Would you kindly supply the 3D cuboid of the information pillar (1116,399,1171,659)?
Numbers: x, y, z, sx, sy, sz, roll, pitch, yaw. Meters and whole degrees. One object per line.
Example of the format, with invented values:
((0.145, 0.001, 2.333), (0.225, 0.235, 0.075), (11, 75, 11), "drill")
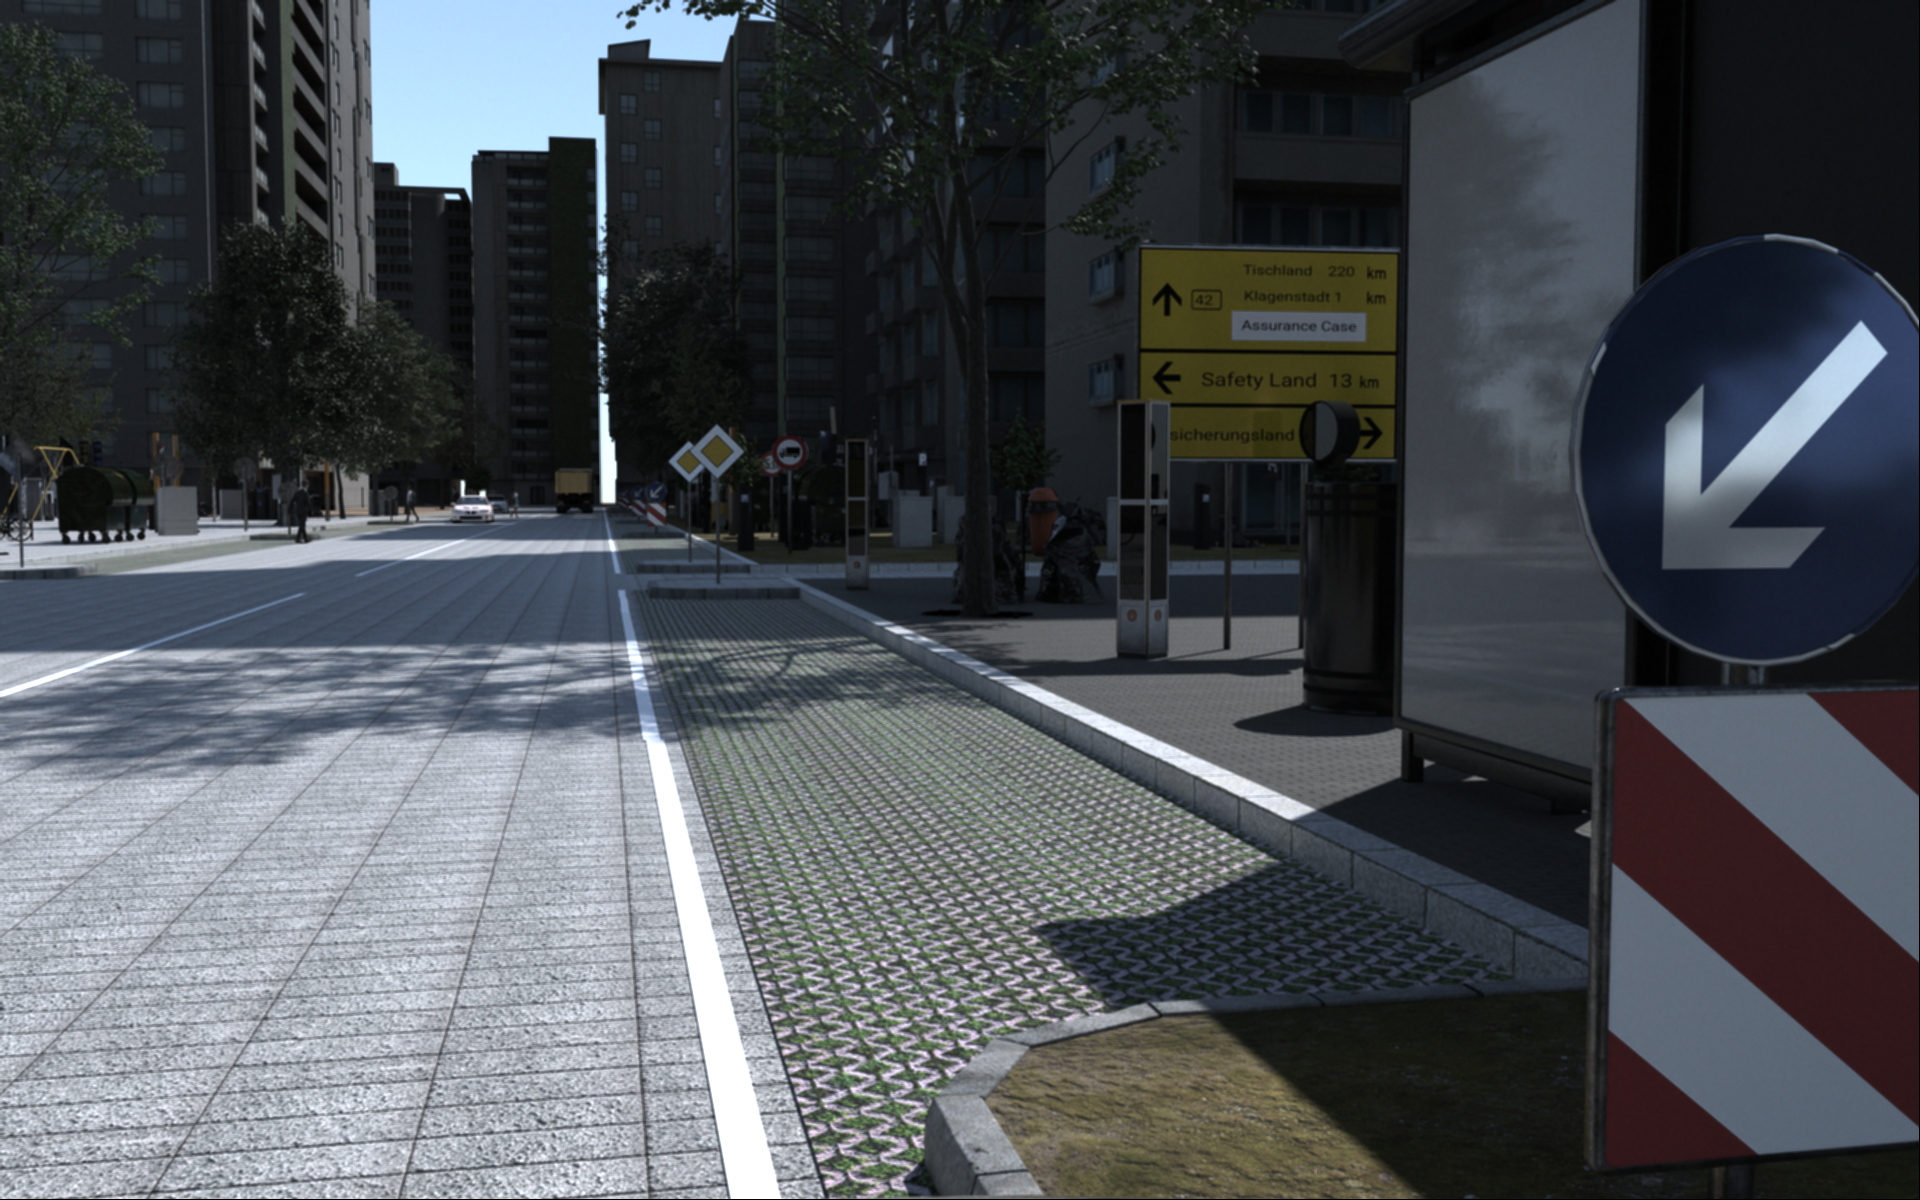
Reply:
((1.436, -0.555, 13.570), (0.304, 2.012, 0.304), (3, 5, 41), "information pillar")

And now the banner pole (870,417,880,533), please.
((-2.765, -4.052, 56.260), (0.401, 3.779, 0.863), (-1, 4, -12), "banner pole")

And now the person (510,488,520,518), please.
((-26.697, -5.816, 103.693), (0.778, 1.811, 0.616), (2, 4, 31), "person")

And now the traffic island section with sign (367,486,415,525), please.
((-26.670, -4.444, 81.281), (1.989, 1.847, 2.006), (-1, 4, -12), "traffic island section with sign")

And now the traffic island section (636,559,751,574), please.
((-5.059, -0.631, 32.603), (2.009, 0.180, 2.903), (-1, 4, -12), "traffic island section")

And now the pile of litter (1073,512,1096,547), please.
((2.613, -1.635, 40.697), (1.176, 0.858, 1.719), (2, 4, 32), "pile of litter")

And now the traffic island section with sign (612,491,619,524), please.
((-15.560, -4.563, 83.230), (1.989, 1.847, 2.006), (-1, 4, -12), "traffic island section with sign")

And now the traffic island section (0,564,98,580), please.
((-16.410, -0.488, 30.263), (2.009, 0.180, 2.903), (-1, 4, -12), "traffic island section")

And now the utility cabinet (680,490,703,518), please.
((-14.034, -5.003, 90.473), (1.173, 1.500, 0.318), (-3, 4, -38), "utility cabinet")

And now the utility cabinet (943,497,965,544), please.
((0.081, -2.061, 44.867), (1.020, 1.237, 0.306), (0, 4, -4), "utility cabinet")

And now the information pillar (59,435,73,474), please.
((-35.216, -4.706, 68.297), (0.504, 3.616, 0.183), (0, 4, -3), "information pillar")

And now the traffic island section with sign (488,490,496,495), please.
((-42.481, -9.104, 157.485), (1.989, 1.847, 2.006), (-1, 4, -12), "traffic island section with sign")

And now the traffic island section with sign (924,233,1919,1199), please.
((0.984, 0.319, 3.406), (1.989, 1.847, 2.006), (-1, 4, -12), "traffic island section with sign")

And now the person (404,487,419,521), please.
((-28.910, -5.058, 91.297), (0.850, 1.850, 0.679), (1, 4, 16), "person")

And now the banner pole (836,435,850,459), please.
((-4.962, -5.111, 73.576), (0.863, 3.779, 0.401), (0, 4, 0), "banner pole")

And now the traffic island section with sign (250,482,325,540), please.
((-21.099, -2.801, 54.420), (1.989, 1.847, 2.006), (-1, 4, -12), "traffic island section with sign")

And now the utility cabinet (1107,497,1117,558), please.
((3.451, -1.431, 34.556), (1.020, 1.237, 0.306), (1, 4, 13), "utility cabinet")

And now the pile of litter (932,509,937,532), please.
((-0.777, -2.747, 58.883), (1.176, 0.858, 1.719), (-1, 4, -13), "pile of litter")

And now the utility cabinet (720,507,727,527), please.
((-8.746, -3.541, 66.572), (1.173, 1.500, 0.318), (-2, 4, -25), "utility cabinet")

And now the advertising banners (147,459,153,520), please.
((-40.310, -5.488, 85.911), (0.090, 3.025, 2.074), (-1, 4, -8), "advertising banners")

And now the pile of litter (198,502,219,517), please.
((-41.786, -5.041, 96.386), (1.176, 0.858, 1.719), (0, 4, 5), "pile of litter")

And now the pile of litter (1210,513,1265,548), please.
((6.690, -1.708, 41.889), (1.176, 0.858, 1.719), (-1, 4, -12), "pile of litter")

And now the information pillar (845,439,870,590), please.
((-1.374, -1.147, 23.242), (0.304, 2.012, 0.304), (0, 4, 1), "information pillar")

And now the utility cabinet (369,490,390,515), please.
((-34.350, -5.738, 102.493), (1.173, 1.500, 0.318), (0, 4, -3), "utility cabinet")

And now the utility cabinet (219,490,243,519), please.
((-36.801, -4.826, 87.585), (0.318, 1.500, 1.173), (3, 5, 43), "utility cabinet")

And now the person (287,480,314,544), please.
((-19.032, -2.567, 50.250), (0.659, 1.850, 0.755), (2, 4, 27), "person")

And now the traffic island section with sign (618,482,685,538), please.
((-10.093, -2.948, 56.833), (1.989, 1.847, 2.006), (-1, 4, -12), "traffic island section with sign")

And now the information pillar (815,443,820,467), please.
((-6.026, -5.081, 74.434), (0.504, 3.616, 0.183), (3, 5, 43), "information pillar")

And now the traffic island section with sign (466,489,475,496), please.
((-36.932, -7.474, 130.825), (1.989, 1.847, 2.006), (-1, 4, -12), "traffic island section with sign")

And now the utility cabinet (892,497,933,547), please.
((-1.157, -1.885, 41.979), (1.020, 1.237, 0.306), (-3, 4, -38), "utility cabinet")

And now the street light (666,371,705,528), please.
((-10.401, -5.686, 65.514), (1.470, 5.913, 1.316), (-1, 4, -12), "street light")

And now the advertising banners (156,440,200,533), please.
((-25.436, -3.675, 56.277), (2.074, 3.025, 0.090), (2, 4, 30), "advertising banners")

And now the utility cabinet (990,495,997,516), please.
((0.896, -3.221, 63.818), (1.020, 1.237, 0.306), (-3, 4, -39), "utility cabinet")

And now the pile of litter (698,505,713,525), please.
((-10.370, -3.486, 70.966), (1.176, 0.858, 1.719), (3, 5, 39), "pile of litter")

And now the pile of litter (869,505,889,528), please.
((-3.433, -3.196, 66.215), (1.719, 0.858, 1.176), (-2, 4, -27), "pile of litter")

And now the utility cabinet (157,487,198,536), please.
((-24.032, -2.722, 53.176), (0.318, 1.500, 1.173), (2, 4, 30), "utility cabinet")

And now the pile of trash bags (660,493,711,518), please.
((-15.435, -5.333, 96.945), (3.447, 1.369, 1.912), (2, 4, 27), "pile of trash bags")

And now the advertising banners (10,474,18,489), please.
((-49.167, -5.819, 91.328), (2.074, 3.025, 0.090), (0, 4, 4), "advertising banners")

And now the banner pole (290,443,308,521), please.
((-31.969, -5.729, 83.680), (0.863, 3.779, 0.401), (-3, 4, -38), "banner pole")

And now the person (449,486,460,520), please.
((-26.997, -5.155, 92.566), (0.755, 1.850, 0.659), (-2, 4, -32), "person")

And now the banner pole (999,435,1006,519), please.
((1.943, -5.136, 73.986), (0.863, 3.779, 0.401), (-1, 4, -8), "banner pole")

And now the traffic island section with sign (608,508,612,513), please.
((-25.721, -7.561, 132.247), (1.989, 1.847, 2.006), (-1, 4, -12), "traffic island section with sign")

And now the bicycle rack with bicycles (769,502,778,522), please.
((-9.470, -4.125, 80.832), (2.925, 0.926, 2.852), (-1, 4, -22), "bicycle rack with bicycles")

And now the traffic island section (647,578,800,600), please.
((-3.437, -0.153, 24.784), (2.009, 0.180, 2.903), (-1, 4, -12), "traffic island section")

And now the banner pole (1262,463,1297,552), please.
((7.146, -2.982, 38.768), (0.863, 3.779, 0.401), (2, 4, 30), "banner pole")

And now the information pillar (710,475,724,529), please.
((-8.957, -4.435, 63.873), (0.504, 3.616, 0.183), (1, 4, 9), "information pillar")

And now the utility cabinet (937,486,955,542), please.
((-0.390, -2.299, 46.266), (0.318, 1.500, 1.173), (1, 4, 9), "utility cabinet")

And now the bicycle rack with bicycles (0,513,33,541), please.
((-26.574, -2.064, 47.126), (2.925, 0.926, 2.852), (0, 4, 6), "bicycle rack with bicycles")
